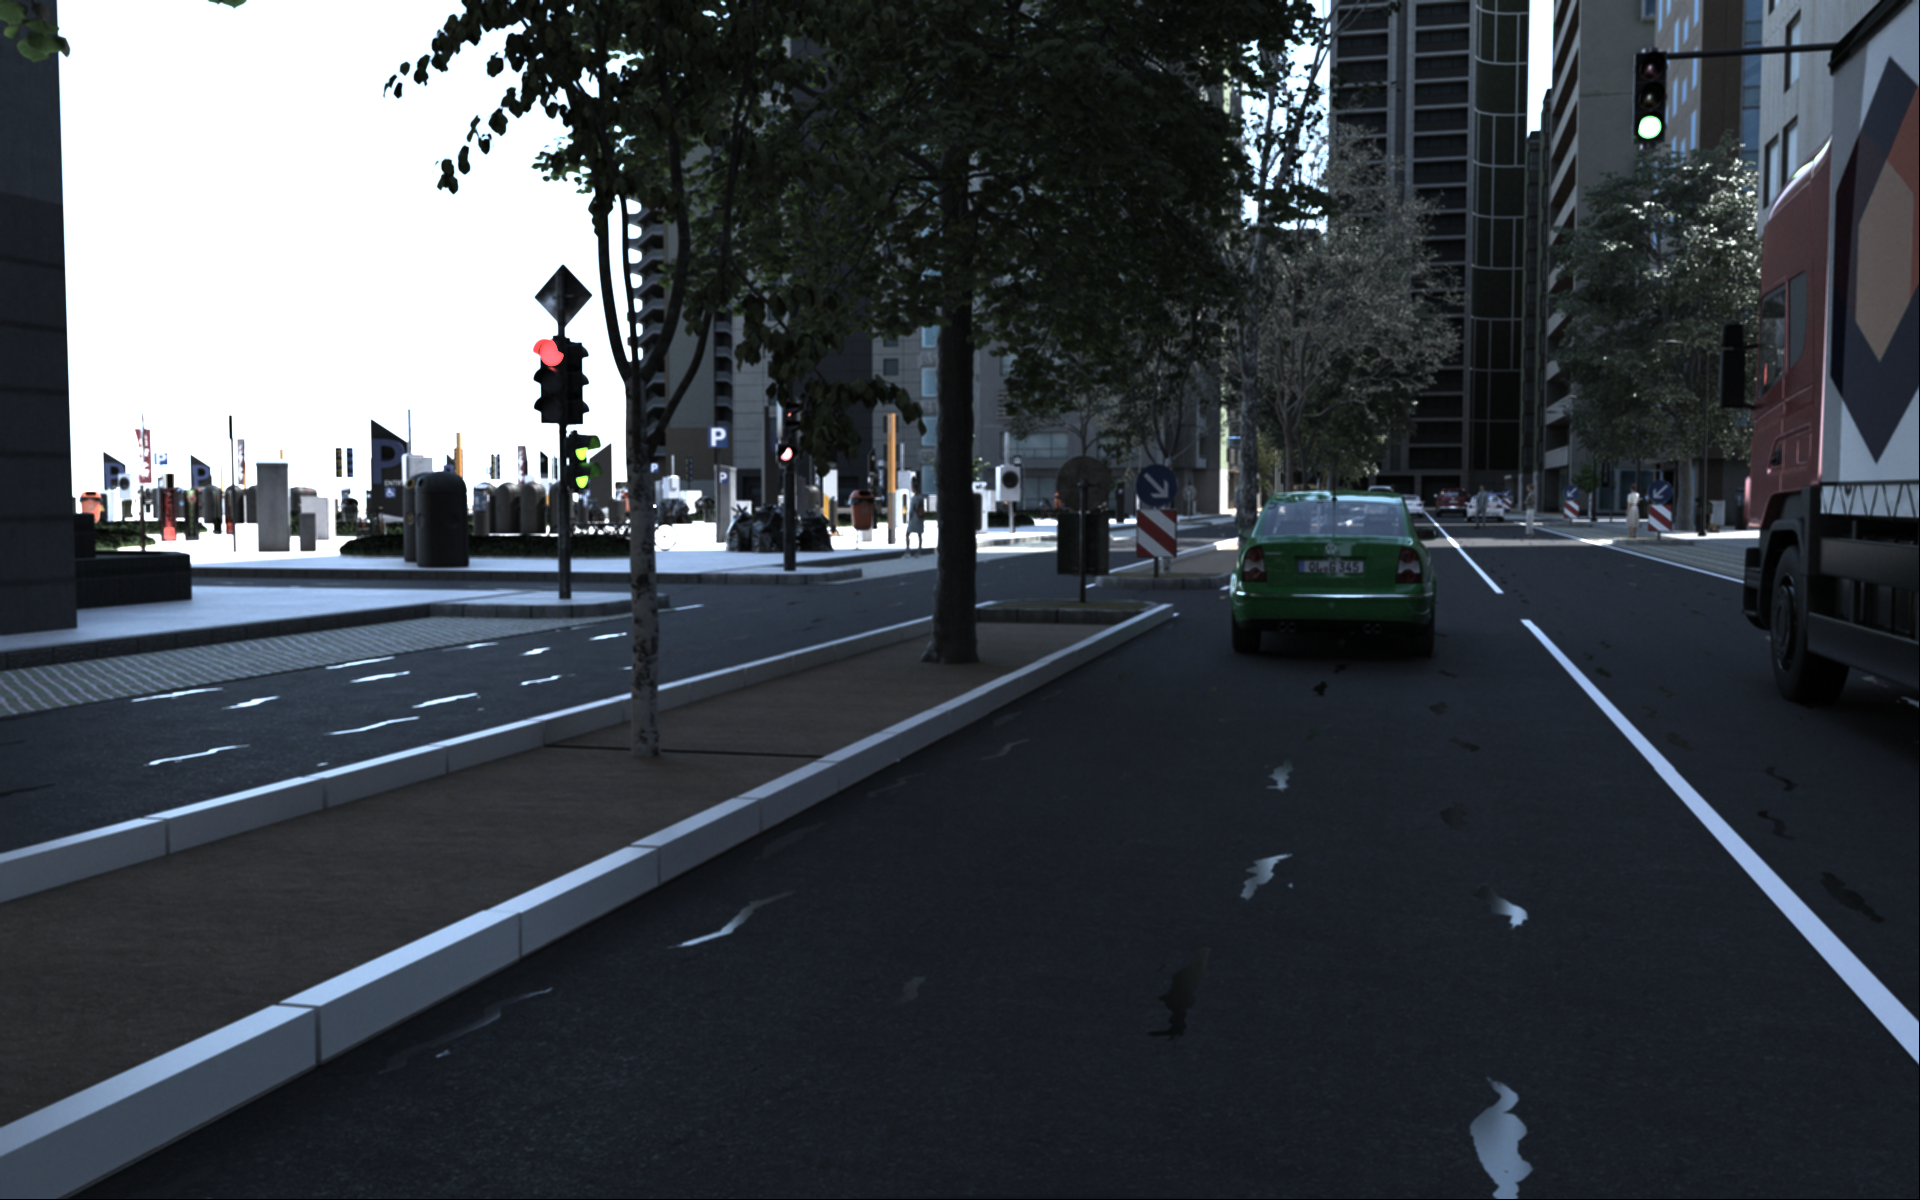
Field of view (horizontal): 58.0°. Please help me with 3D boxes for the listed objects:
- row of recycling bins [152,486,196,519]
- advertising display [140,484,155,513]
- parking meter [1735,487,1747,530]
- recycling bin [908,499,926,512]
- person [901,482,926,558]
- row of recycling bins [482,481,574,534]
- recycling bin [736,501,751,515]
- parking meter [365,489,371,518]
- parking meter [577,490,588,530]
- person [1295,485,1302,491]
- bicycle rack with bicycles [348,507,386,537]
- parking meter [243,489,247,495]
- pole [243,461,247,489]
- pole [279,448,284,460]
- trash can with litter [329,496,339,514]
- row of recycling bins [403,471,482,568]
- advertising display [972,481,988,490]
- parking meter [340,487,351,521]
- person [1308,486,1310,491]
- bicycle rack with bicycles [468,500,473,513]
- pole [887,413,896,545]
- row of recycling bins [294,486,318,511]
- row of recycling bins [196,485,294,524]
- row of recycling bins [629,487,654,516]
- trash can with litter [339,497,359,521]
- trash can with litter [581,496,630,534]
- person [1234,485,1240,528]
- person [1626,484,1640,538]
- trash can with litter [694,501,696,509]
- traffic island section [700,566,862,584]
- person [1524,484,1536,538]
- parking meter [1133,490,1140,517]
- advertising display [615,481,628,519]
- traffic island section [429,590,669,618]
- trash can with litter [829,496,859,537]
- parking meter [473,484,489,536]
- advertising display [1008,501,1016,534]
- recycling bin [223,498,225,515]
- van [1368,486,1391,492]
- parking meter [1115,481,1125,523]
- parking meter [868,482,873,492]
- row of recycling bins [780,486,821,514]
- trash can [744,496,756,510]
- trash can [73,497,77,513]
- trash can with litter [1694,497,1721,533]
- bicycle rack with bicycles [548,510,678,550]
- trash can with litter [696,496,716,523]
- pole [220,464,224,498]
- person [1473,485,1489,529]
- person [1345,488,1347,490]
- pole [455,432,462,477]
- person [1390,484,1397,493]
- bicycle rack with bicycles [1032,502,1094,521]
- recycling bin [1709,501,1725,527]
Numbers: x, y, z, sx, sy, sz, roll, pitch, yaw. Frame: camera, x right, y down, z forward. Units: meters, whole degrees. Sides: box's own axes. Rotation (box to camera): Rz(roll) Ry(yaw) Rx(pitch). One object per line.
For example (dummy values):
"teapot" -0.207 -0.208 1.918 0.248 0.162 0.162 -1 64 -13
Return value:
"row of recycling bins" -41.016 -5.185 91.879 1.069 1.692 3.534 3 5 43
"advertising display" -54.139 -6.742 115.438 0.974 1.923 0.123 -3 5 -45
"parking meter" 27.883 -3.265 61.796 0.372 1.533 0.369 0 3 0
"recycling bin" -2.246 -4.802 91.068 0.722 1.027 0.722 2 4 27
"person" -0.979 -1.776 38.549 0.522 1.701 0.512 3 4 36
"row of recycling bins" -14.154 -2.995 56.087 3.534 1.692 1.069 1 4 14
"recycling bin" -8.489 -3.306 66.604 0.722 1.027 0.722 -2 4 -30
"parking meter" -29.004 -4.690 85.091 0.372 1.533 0.369 0 3 0
"parking meter" -13.624 -3.312 62.560 0.372 1.533 0.369 0 3 0
"person" 13.260 -3.594 67.451 0.709 1.800 0.728 2 4 30
"bicycle rack with bicycles" -15.386 -2.055 46.984 2.852 0.926 2.925 0 4 -3
"parking meter" -33.928 -4.498 81.958 0.372 1.533 0.369 0 3 0
"pole" -44.366 -6.951 107.489 0.158 3.312 0.155 0 3 0
"pole" -30.245 -5.105 77.310 0.158 3.312 0.155 0 3 0
"trash can with litter" -29.958 -4.312 81.562 2.233 1.210 1.678 -3 4 -36
"row of recycling bins" -9.595 -1.509 31.783 1.069 1.692 3.534 -1 4 -22
"advertising display" 0.903 -4.966 86.404 0.974 1.923 0.123 -1 4 -21
"parking meter" -22.266 -3.328 62.830 0.372 1.533 0.369 0 3 0
"person" 14.721 -3.959 73.498 0.678 1.792 0.850 2 4 27
"bicycle rack with bicycles" -29.876 -5.473 102.862 2.852 0.926 2.925 2 4 30
"pole" -1.731 -3.058 43.837 0.158 3.312 0.155 0 3 0
"row of recycling bins" -38.666 -5.780 101.622 1.069 1.692 3.534 0 3 0
"row of recycling bins" -30.904 -4.150 74.963 3.534 1.692 1.069 -1 4 -10
"row of recycling bins" -18.130 -5.563 98.066 1.069 1.692 3.534 2 4 28
"trash can with litter" -20.985 -2.951 59.641 0.624 1.170 1.055 -1 4 -10
"trash can with litter" -10.792 -2.531 52.441 2.233 1.210 1.678 -1 4 -23
"person" 11.907 -3.970 73.595 0.526 1.800 0.537 2 4 35
"person" 21.328 -2.812 55.045 0.480 1.755 0.524 -2 4 -24
"trash can with litter" -12.748 -4.415 83.571 1.055 1.170 0.624 2 4 23
"traffic island section" -2.869 -0.412 29.016 2.009 0.180 2.903 1 4 14
"person" 18.525 -2.895 56.385 0.362 1.759 0.519 1 4 11
"parking meter" 9.939 -5.447 97.471 0.372 1.533 0.369 0 3 0
"advertising display" -16.845 -4.980 86.635 0.974 1.923 0.123 2 4 27
"traffic island section" -4.869 0.061 21.285 2.009 0.180 2.903 1 4 14
"trash can with litter" -3.693 -2.531 52.446 1.678 1.210 2.233 0 4 2
"parking meter" -11.544 -2.039 41.747 0.372 1.533 0.369 0 3 0
"advertising display" 1.704 -3.135 56.477 0.123 1.923 0.974 0 4 -6
"recycling bin" -44.723 -5.705 105.827 0.722 1.027 0.722 3 5 42
"van" 22.199 -5.161 91.389 2.013 2.044 4.112 1 4 14
"parking meter" 7.090 -4.350 76.838 0.399 1.863 0.255 0 4 -5
"parking meter" -4.299 -4.810 84.349 0.255 1.863 0.399 -2 4 -24
"row of recycling bins" -7.808 -4.763 84.987 1.069 1.692 3.534 -2 4 -29
"trash can" -12.902 -5.805 106.560 0.748 1.137 0.748 0 3 0
"trash can" -50.637 -5.319 98.616 0.748 1.137 0.748 0 3 0
"trash can with litter" 25.018 -2.841 57.842 0.624 1.170 1.055 -1 4 -15
"bicycle rack with bicycles" -7.877 -1.582 39.240 2.925 0.926 2.852 -1 4 -14
"trash can with litter" -10.888 -3.949 75.955 0.624 1.170 1.055 2 4 34
"pole" -50.429 -7.613 118.323 0.158 3.312 0.155 0 3 0
"person" 21.591 -3.859 71.692 0.391 1.810 0.635 -3 5 -41
"person" 20.382 -5.071 91.757 0.694 1.780 0.624 3 4 38
"pole" -16.364 -3.839 56.603 0.158 3.312 0.155 0 3 0
"person" 18.471 -4.032 74.207 0.659 1.850 0.755 -1 4 -9
"bicycle rack with bicycles" 5.052 -4.296 83.617 2.925 0.926 2.852 0 4 8
"recycling bin" 29.247 -3.349 67.307 0.722 1.027 0.722 1 4 8
